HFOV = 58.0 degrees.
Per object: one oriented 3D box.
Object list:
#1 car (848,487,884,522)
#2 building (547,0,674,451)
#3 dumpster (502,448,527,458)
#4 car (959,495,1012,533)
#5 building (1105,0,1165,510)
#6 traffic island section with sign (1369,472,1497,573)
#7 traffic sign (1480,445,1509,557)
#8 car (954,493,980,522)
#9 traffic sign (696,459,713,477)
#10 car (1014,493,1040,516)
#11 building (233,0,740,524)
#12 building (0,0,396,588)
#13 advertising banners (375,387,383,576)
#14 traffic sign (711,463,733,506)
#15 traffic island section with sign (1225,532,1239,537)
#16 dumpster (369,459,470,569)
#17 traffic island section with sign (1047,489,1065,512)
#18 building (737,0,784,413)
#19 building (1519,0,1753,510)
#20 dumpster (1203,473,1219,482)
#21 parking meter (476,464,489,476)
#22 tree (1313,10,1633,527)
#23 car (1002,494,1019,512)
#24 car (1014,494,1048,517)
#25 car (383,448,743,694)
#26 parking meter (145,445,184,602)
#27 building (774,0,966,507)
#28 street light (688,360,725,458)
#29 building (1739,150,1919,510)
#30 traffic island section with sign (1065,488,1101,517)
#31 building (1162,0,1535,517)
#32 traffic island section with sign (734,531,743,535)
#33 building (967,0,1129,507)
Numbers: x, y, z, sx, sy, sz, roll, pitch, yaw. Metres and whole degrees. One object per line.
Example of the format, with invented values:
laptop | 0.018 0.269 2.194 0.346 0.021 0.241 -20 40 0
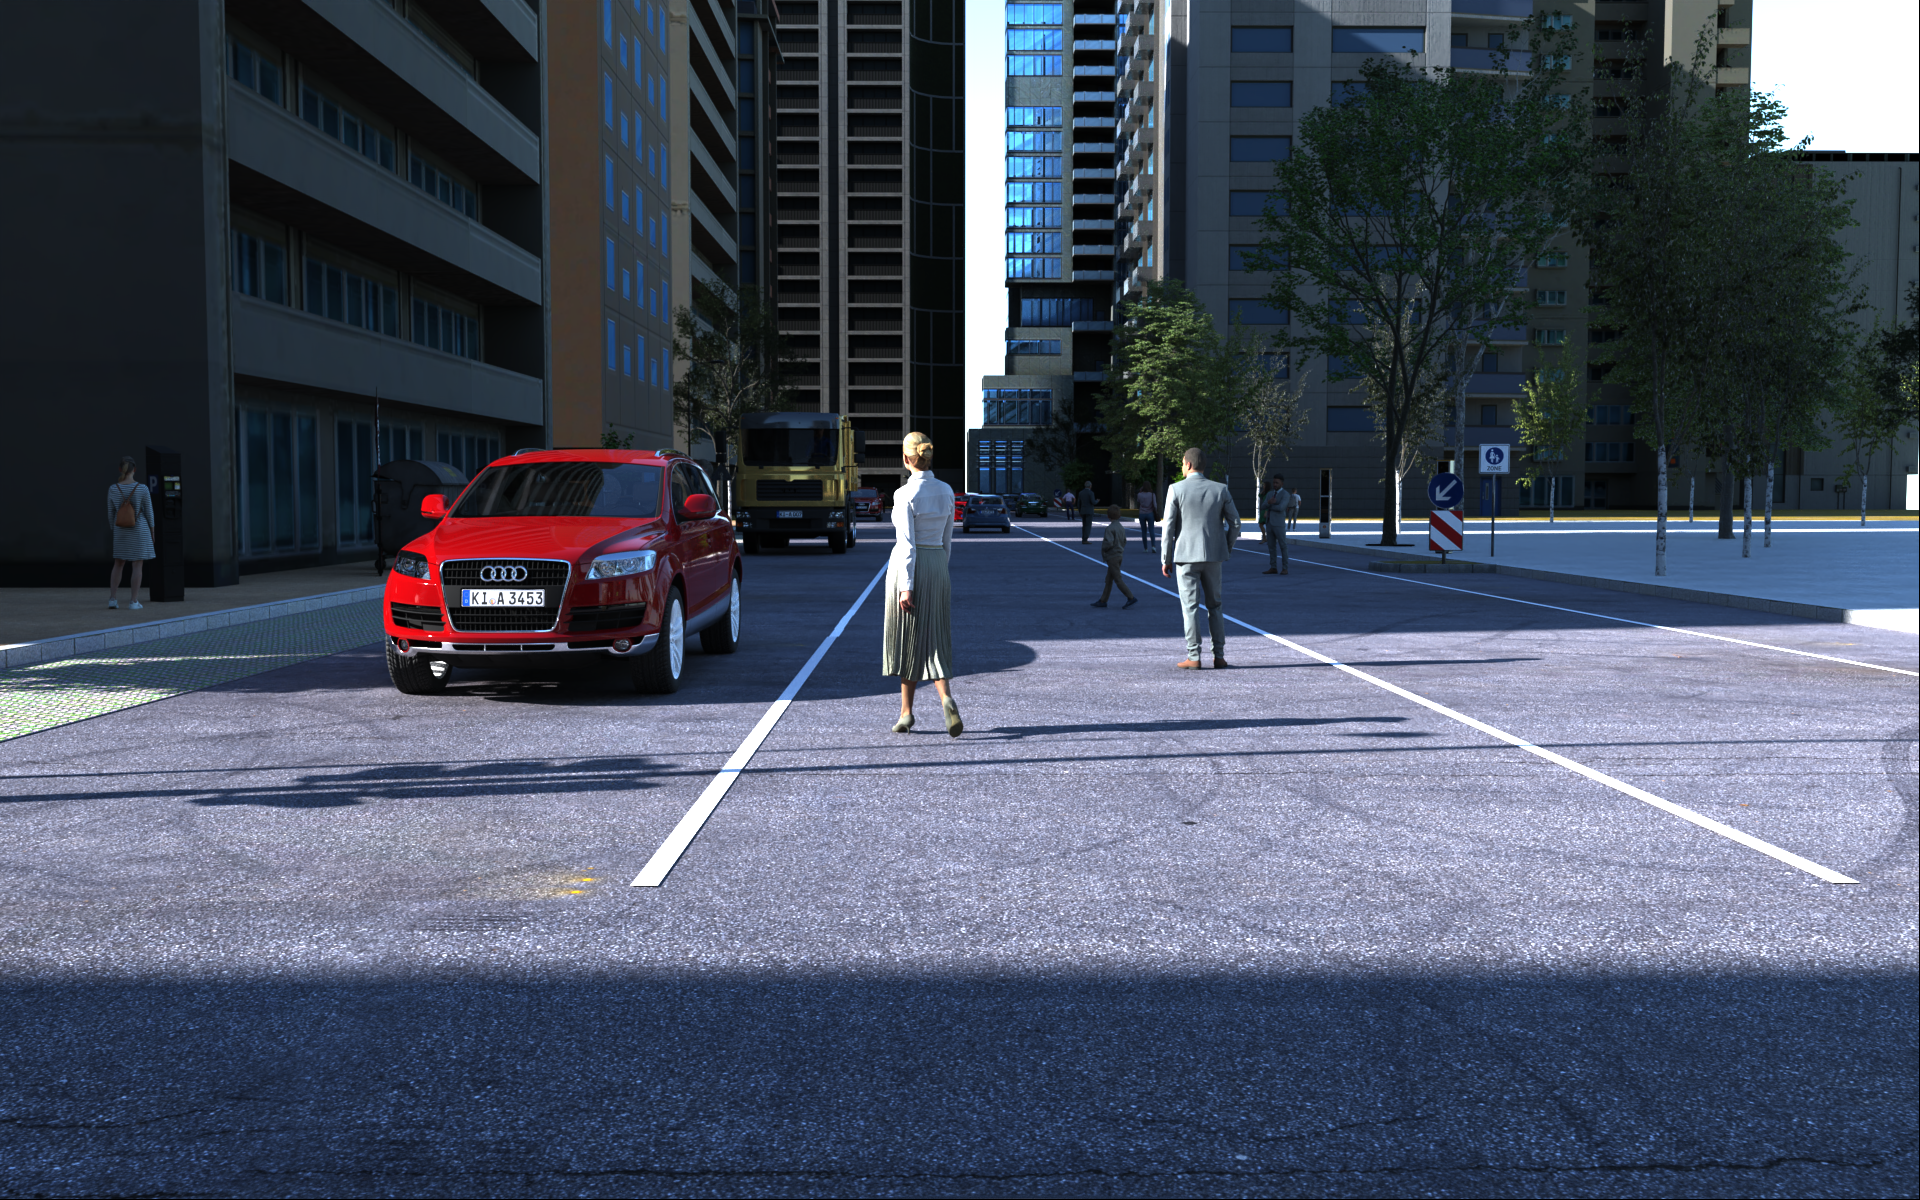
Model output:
car | -5.132 -5.082 91.764 2.281 1.827 5.304 0 4 -1
building | -17.890 -24.985 58.608 14.600 45.320 14.200 0 4 -1
dumpster | -9.276 -2.086 36.593 1.502 2.255 1.985 0 4 -1
car | 0.969 -3.222 64.683 2.014 1.417 4.499 0 3 0
building | 24.529 -31.825 139.948 23.786 49.044 30.456 0 4 -1
traffic island section with sign | 8.732 -1.449 32.316 1.989 1.847 2.006 0 4 -1
traffic sign | 10.912 -2.037 35.436 0.606 2.300 0.079 0 4 7
car | 0.262 -4.089 75.889 2.155 1.783 4.494 0 4 -2
traffic sign | -9.387 -3.857 63.173 0.768 2.556 0.104 0 4 1
car | 4.605 -6.525 116.279 1.945 1.707 3.694 0 4 1
building | -23.812 -28.703 92.990 21.300 48.544 21.600 0 4 -1
building | -20.997 -25.010 32.621 21.300 48.544 21.600 0 4 -1
advertising banners | -9.328 -1.933 27.789 0.090 3.025 2.074 -1 4 -18
traffic sign | -9.346 -4.155 67.933 0.884 2.594 0.081 0 4 7
traffic island section with sign | 8.419 -3.105 59.397 1.989 1.847 2.006 0 4 -1
dumpster | -9.289 -1.473 29.842 1.264 1.857 1.865 0 4 -1
traffic island section with sign | 7.534 -7.816 136.420 1.989 1.847 2.006 0 4 -1
building | -28.035 -29.967 144.589 28.867 44.769 22.147 0 4 -1
building | 53.342 -31.870 144.781 21.600 48.544 21.300 0 4 -1
dumpster | 10.355 -4.441 75.100 1.502 2.255 1.985 0 4 -1
parking meter | -9.226 -1.720 33.830 0.399 1.863 0.255 2 4 30
tree | 20.969 -12.908 66.943 12.611 20.169 13.585 0 3 0
car | 3.605 -6.898 124.782 2.014 1.417 4.499 0 4 -2
car | 4.425 -5.864 107.678 2.131 1.459 4.920 0 4 -1
car | -3.029 -0.333 14.122 2.281 1.827 5.304 0 4 0
parking meter | -9.479 -0.914 20.658 0.399 1.863 0.255 3 4 36
building | -9.682 -45.270 178.412 20.611 71.187 20.563 0 4 -1
street light | -8.857 -5.358 60.141 1.470 5.913 1.316 0 4 -1
building | 72.365 -23.095 149.306 14.107 30.474 14.160 0 4 -1
traffic island section with sign | 7.845 -6.168 109.466 1.989 1.847 2.006 0 4 -1
building | 23.608 -34.742 110.027 21.231 58.520 28.212 0 4 -1
traffic island section with sign | -7.122 -3.190 60.785 1.989 1.847 2.006 0 4 -1
building | 16.238 -52.959 178.549 31.000 86.520 22.319 0 4 -1
